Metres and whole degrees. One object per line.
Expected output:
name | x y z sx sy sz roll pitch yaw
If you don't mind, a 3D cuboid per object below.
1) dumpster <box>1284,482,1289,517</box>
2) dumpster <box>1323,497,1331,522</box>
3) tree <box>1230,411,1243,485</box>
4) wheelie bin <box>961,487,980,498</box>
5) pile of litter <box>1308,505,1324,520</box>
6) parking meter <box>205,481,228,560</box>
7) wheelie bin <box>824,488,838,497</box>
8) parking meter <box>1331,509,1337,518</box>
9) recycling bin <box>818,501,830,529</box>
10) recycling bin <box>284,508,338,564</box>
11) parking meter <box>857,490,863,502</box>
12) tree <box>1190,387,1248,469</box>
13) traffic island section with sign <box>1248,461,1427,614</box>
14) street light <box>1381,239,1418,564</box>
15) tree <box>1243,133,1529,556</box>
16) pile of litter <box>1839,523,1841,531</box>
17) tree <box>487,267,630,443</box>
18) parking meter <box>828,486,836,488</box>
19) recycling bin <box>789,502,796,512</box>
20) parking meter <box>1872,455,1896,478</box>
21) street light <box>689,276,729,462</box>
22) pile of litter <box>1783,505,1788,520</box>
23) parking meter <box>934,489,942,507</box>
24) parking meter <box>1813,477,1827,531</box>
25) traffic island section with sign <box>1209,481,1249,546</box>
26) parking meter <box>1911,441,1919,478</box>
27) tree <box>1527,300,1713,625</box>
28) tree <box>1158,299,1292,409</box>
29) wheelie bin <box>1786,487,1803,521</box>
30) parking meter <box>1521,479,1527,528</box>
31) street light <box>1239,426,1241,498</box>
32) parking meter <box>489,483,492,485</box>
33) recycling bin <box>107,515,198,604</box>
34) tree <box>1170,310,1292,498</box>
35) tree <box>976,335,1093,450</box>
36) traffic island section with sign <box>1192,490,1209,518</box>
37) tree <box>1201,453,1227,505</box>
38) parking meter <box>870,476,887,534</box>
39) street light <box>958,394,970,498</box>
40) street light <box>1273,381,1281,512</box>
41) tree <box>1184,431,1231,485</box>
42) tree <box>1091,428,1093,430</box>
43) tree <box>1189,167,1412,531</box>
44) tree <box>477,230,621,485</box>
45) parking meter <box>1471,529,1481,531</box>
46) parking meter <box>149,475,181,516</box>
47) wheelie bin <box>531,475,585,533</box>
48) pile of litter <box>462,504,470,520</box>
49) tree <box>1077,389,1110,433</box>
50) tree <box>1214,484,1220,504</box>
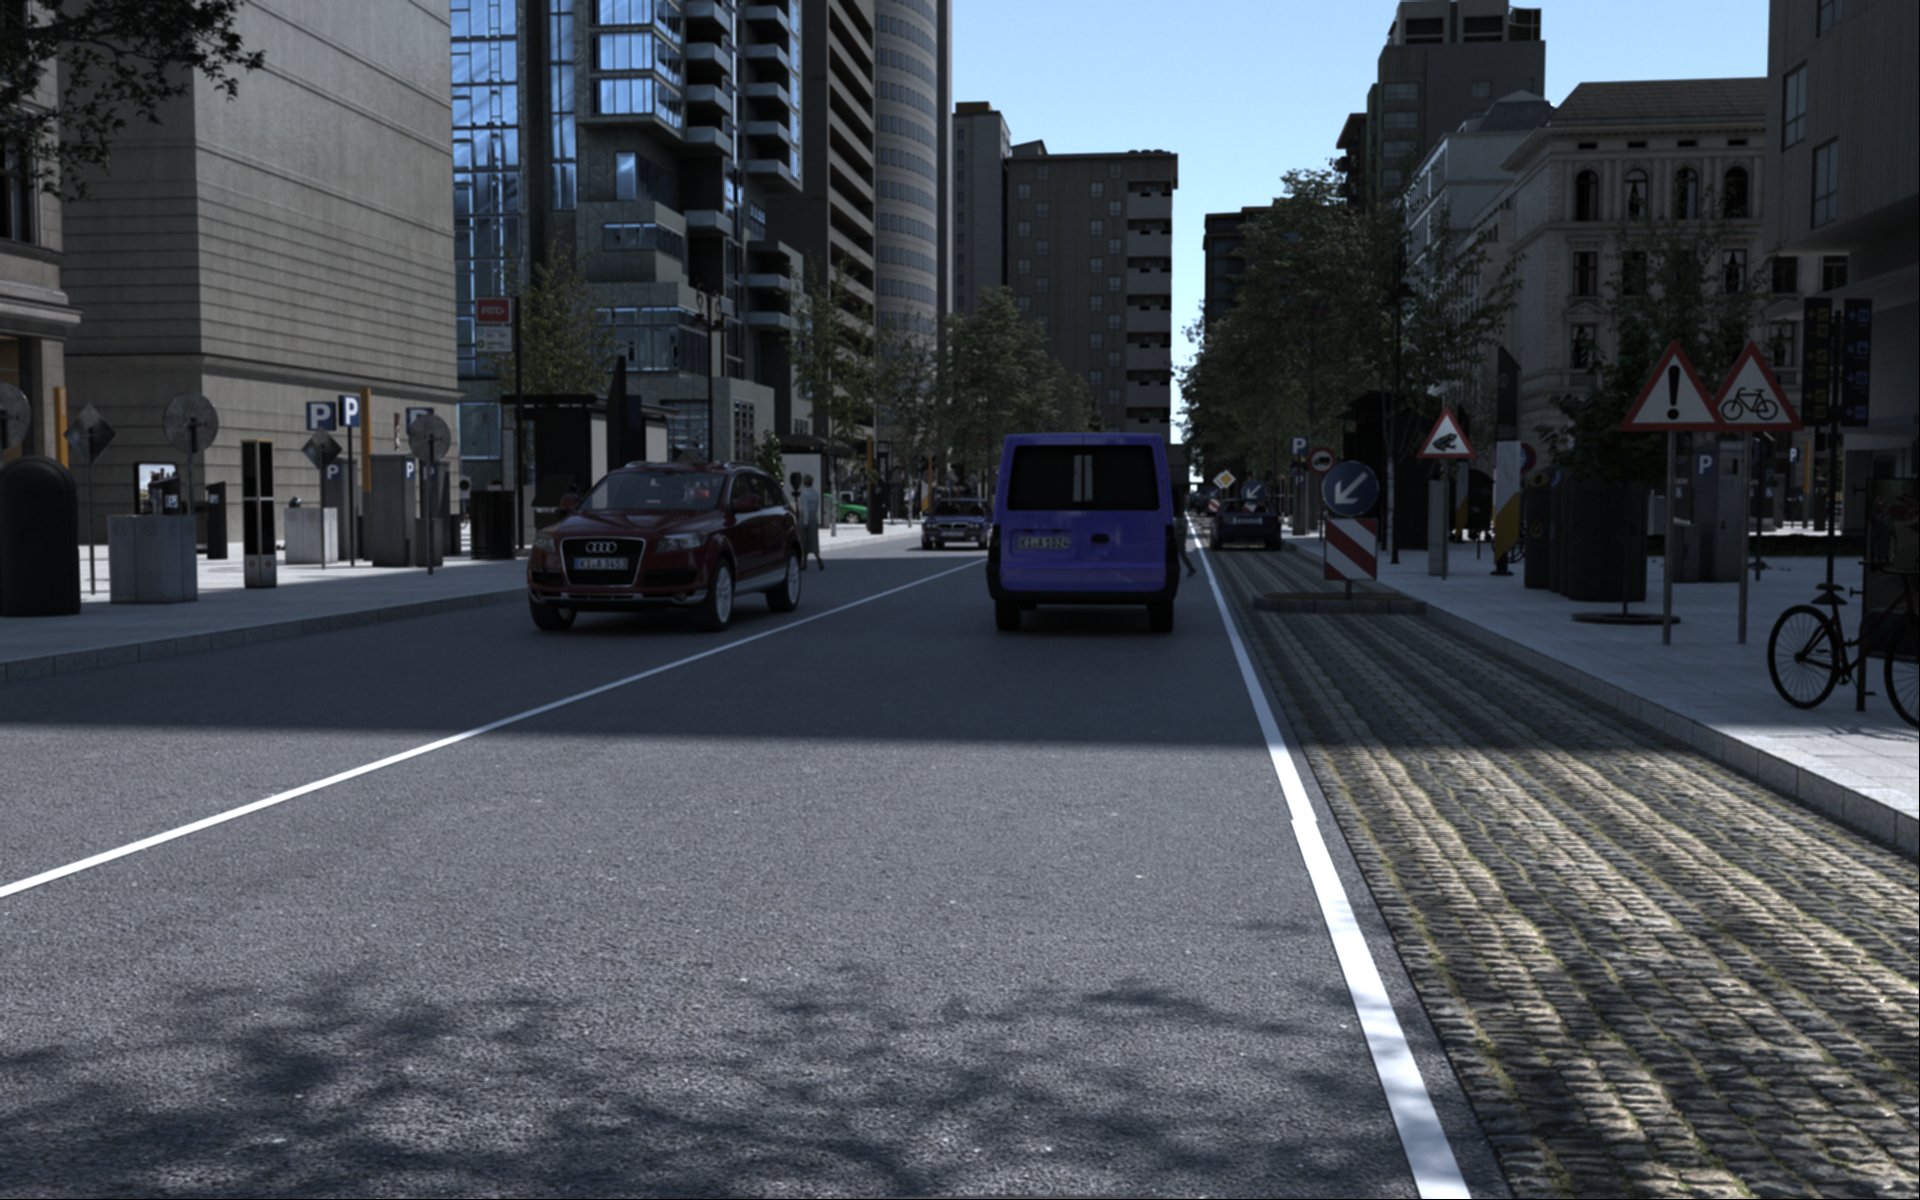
dumpster | 15.096 -4.473 78.892 1.264 1.857 1.865 0 4 7
dumpster | 17.150 -4.647 78.468 1.502 2.255 1.985 0 4 7
tree | 15.953 -8.413 87.914 4.737 8.622 4.395 0 3 0
wheelie bin | 0.529 -4.584 82.862 0.980 1.594 0.693 -3 5 -43
pile of litter | 17.751 -4.453 86.764 1.719 0.858 1.176 0 4 3
parking meter | -14.622 -1.568 34.056 0.372 1.533 0.369 0 3 0
wheelie bin | -6.325 -4.667 84.220 0.980 1.594 0.693 2 4 29
parking meter | 14.415 -3.545 66.377 0.372 1.533 0.369 0 3 0
recycling bin | -5.296 -3.159 64.204 0.722 1.027 0.722 -3 5 -43
recycling bin | -11.951 -1.184 31.907 0.722 1.027 0.722 0 4 3
parking meter | -6.381 -6.256 110.688 0.372 1.533 0.369 0 3 0
tree | 22.785 -13.157 140.868 9.928 11.665 9.643 0 3 0
traffic island section with sign | 4.666 -0.789 21.525 1.989 1.847 2.006 0 4 7
street light | 7.998 -3.601 31.666 0.468 5.910 1.993 0 4 7
tree | 9.107 -5.215 35.626 4.737 8.622 4.395 0 3 0
pile of litter | 30.958 -2.783 59.462 1.719 0.858 1.176 -1 4 -15
tree | -12.793 -6.425 55.408 4.360 8.622 3.978 0 3 0
parking meter | -6.348 -4.919 86.143 0.255 1.863 0.399 -3 4 -37
recycling bin | -6.435 -3.075 62.833 0.722 1.027 0.722 -2 4 -32
parking meter | 13.820 -1.237 25.942 0.255 1.863 0.399 3 4 38
street light | -5.312 -3.917 36.836 0.468 5.910 1.993 0 4 7
pile of litter | 40.847 -4.438 86.519 1.719 0.858 1.176 3 5 45
parking meter | -1.023 -4.392 80.212 0.372 1.533 0.369 0 3 0
parking meter | 29.602 -3.295 59.590 0.255 1.863 0.399 0 4 -2
traffic island section with sign | 8.070 -2.434 48.423 1.989 1.847 2.006 0 4 7
parking meter | 10.457 -0.797 18.736 0.255 1.863 0.399 1 4 14
tree | 6.744 -1.401 17.509 1.663 3.219 1.824 0 3 0
tree | 25.752 -19.066 167.614 12.611 20.169 13.585 0 3 0
wheelie bin | 39.381 -4.505 81.570 0.693 1.594 0.980 -1 4 -21
parking meter | 20.102 -3.450 62.122 0.399 1.863 0.255 1 4 22
street light | 18.298 -8.593 113.283 0.468 5.910 1.993 0 4 7
parking meter | -24.110 -5.128 89.551 0.399 1.863 0.255 2 4 35
recycling bin | -9.542 -0.485 20.487 0.722 1.027 0.722 0 4 6
tree | 19.578 -13.123 121.211 9.857 13.997 8.962 0 3 0
tree | 5.487 -13.487 130.886 12.009 13.543 11.850 0 3 0
traffic island section with sign | 14.987 -5.775 103.043 1.989 1.847 2.006 0 4 7
tree | 30.226 -15.383 201.867 4.360 8.622 3.978 0 3 0
parking meter | -2.654 -3.032 55.282 0.399 1.863 0.255 -2 4 -29
street light | 0.173 -6.572 80.233 0.468 5.910 1.993 0 4 7
street light | 12.708 -5.930 69.746 0.468 5.910 1.993 0 4 7
tree | 31.981 -17.443 219.599 8.767 10.594 7.601 3 4 36
tree | 12.023 -13.787 175.786 4.737 8.622 4.395 0 3 0
tree | 12.296 -8.747 61.142 7.486 12.596 7.792 0 3 0
tree | -11.813 -6.050 49.280 4.737 8.622 4.395 0 3 0
parking meter | 17.045 -2.986 57.235 0.372 1.533 0.369 0 3 0
parking meter | -10.587 -0.899 23.108 0.372 1.533 0.369 0 3 0
wheelie bin | -6.606 -1.261 28.518 0.980 1.594 0.693 2 4 31
pile of litter | -24.164 -4.327 84.712 1.176 0.858 1.719 -1 4 -20
tree | 12.627 -16.393 185.031 9.611 12.733 9.660 0 3 0
tree | 33.492 -14.230 227.263 1.663 3.219 1.824 0 3 0
